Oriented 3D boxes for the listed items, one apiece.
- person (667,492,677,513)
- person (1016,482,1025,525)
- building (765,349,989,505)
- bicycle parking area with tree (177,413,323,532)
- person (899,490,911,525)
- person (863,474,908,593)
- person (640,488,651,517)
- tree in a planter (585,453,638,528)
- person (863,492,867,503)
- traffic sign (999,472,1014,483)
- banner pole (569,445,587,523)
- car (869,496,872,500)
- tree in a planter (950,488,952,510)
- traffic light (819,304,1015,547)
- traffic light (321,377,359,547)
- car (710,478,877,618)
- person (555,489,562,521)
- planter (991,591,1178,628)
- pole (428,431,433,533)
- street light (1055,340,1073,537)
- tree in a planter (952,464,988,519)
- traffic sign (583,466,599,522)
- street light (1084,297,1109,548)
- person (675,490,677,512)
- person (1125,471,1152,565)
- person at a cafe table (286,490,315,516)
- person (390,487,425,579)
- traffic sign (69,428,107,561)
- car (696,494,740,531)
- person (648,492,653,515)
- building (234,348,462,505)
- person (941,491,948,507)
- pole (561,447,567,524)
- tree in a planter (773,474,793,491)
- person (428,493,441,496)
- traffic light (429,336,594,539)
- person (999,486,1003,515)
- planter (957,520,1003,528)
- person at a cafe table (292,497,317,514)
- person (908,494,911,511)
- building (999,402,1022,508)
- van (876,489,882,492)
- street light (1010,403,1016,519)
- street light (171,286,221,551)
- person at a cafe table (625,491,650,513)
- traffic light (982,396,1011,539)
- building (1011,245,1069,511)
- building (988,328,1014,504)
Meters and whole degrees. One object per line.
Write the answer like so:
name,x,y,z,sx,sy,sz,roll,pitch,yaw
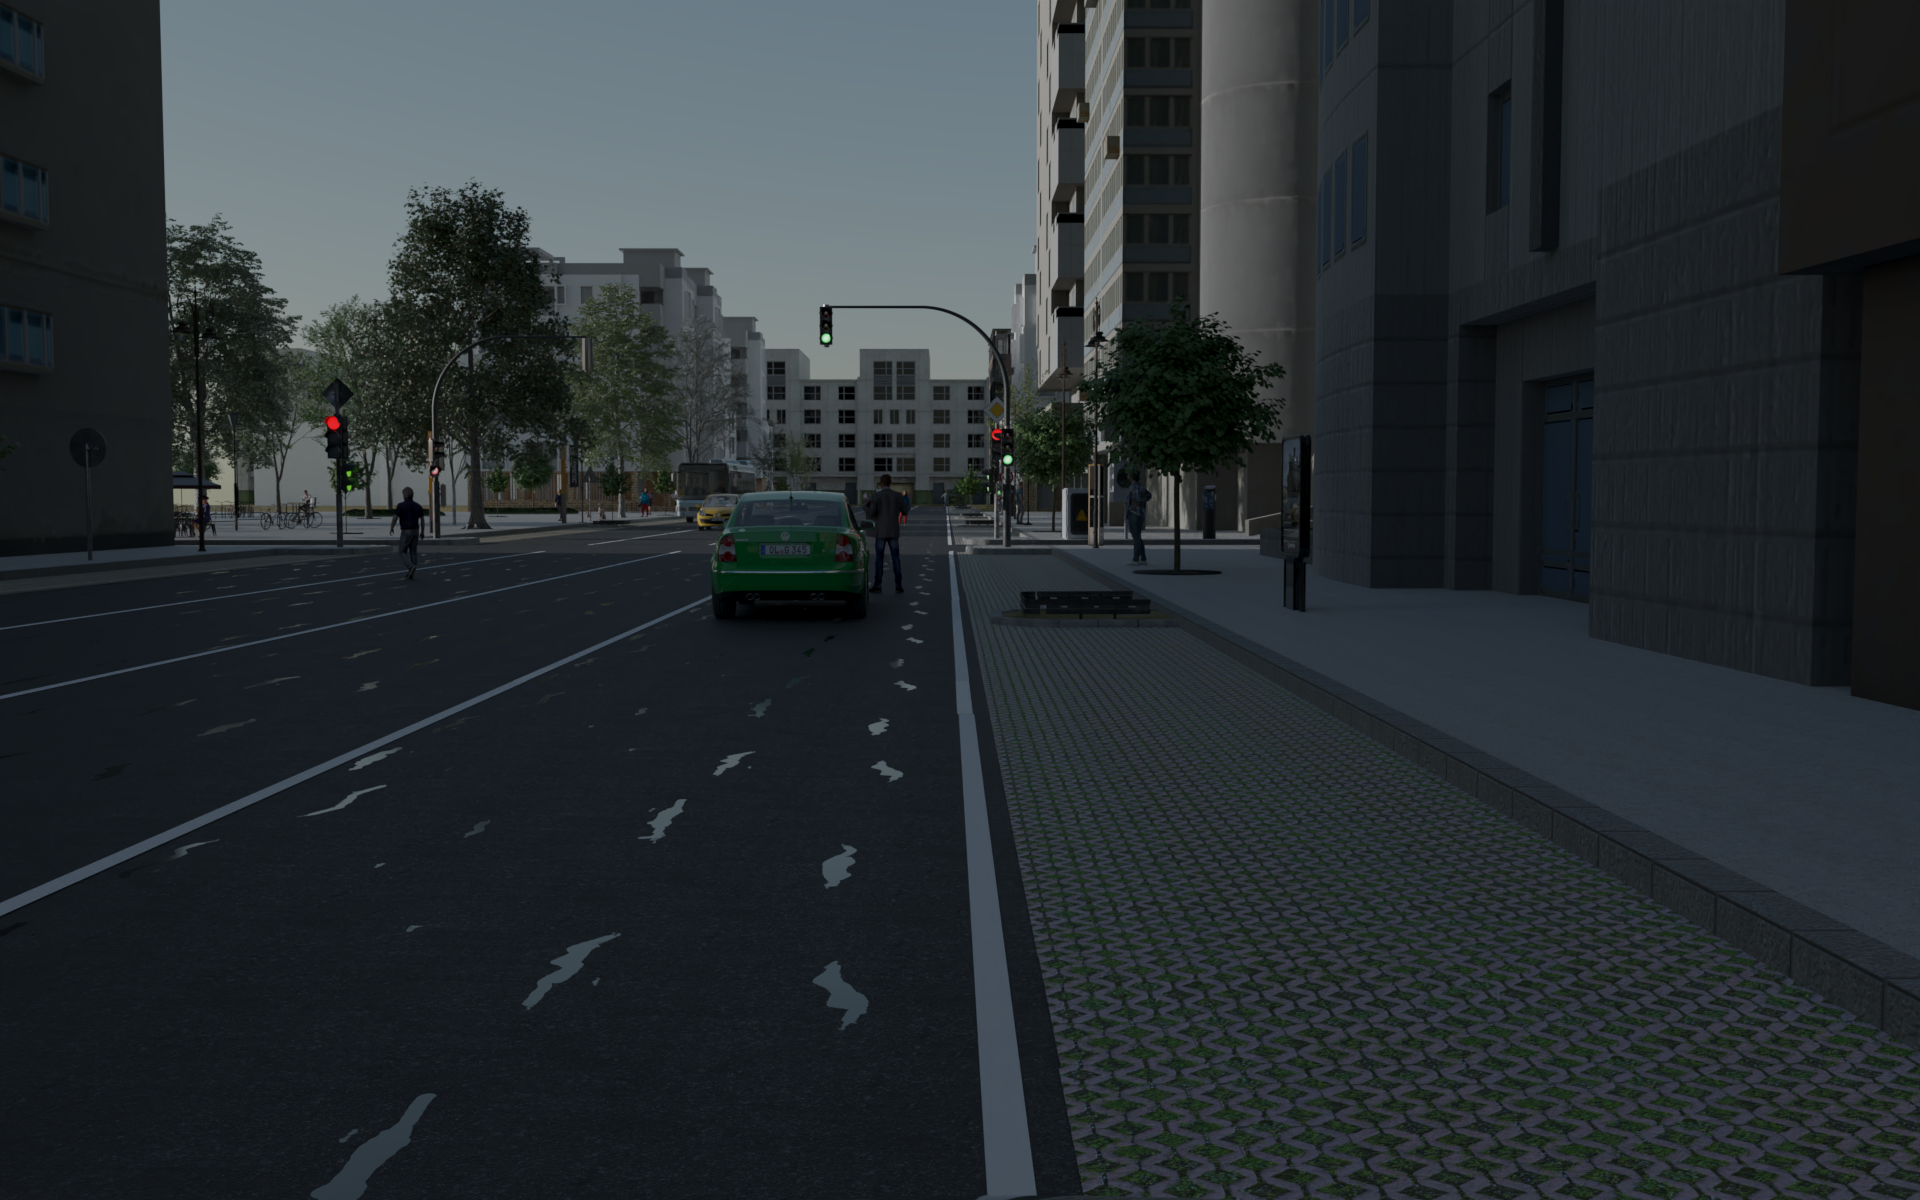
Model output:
person,-19.782,-6.763,119.811,0.799,1.438,0.628,-2,4,-27
person,2.570,-4.089,73.021,0.434,1.807,0.598,0,4,-4
building,-12.265,-21.574,219.198,31.486,18.905,16.747,0,4,0
bicycle parking area with tree,-28.202,-4.594,62.119,8.231,4.147,9.016,2,4,25
person,-2.573,-4.249,79.667,0.593,1.614,0.444,1,4,19
person,-1.086,-0.969,25.157,0.655,1.722,0.431,-1,4,-16
person,-17.441,-5.395,95.959,0.444,1.614,0.593,-3,5,-43
tree in a planter,-14.950,-4.722,74.423,1.991,3.239,1.994,0,4,0
person,-10.465,-11.175,192.146,0.436,1.711,0.756,3,5,39
traffic sign,2.452,-5.571,91.196,0.768,2.556,0.104,1,4,9
banner pole,-17.105,-5.347,77.441,0.863,3.779,0.401,-3,5,-43
car,-5.658,-6.685,121.886,1.945,1.354,3.894,0,4,1
tree in a planter,0.241,-9.453,151.779,1.991,3.239,1.994,0,4,0
traffic light,-0.978,-4.102,41.737,4.771,5.953,1.251,0,4,0
traffic light,-14.968,-3.231,41.747,0.839,4.253,0.868,0,4,0
car,-2.016,-0.769,21.372,1.959,1.807,4.718,0,4,-2
person,-19.087,-4.533,82.702,0.480,1.512,0.613,-1,4,-9
planter,1.344,0.104,19.444,1.991,0.319,1.994,0,4,0
pole,-17.208,-3.830,56.465,0.158,3.312,0.155,0,3,0
street light,3.110,-4.841,51.945,0.468,5.910,1.993,0,4,0
tree in a planter,0.656,-6.378,101.506,1.991,3.239,1.994,0,4,0
traffic sign,-17.242,-4.939,80.756,0.884,2.594,0.081,0,4,3
street light,3.211,-4.162,40.832,0.468,5.910,1.993,0,4,0
person,-20.274,-7.248,124.699,0.789,1.805,0.875,-1,4,-17
person,3.189,-1.492,31.166,0.376,1.734,0.841,2,4,28
person at a cafe table,-38.540,-5.681,101.407,1.698,1.524,1.622,2,4,27
person,-9.329,-1.130,29.181,0.569,1.553,0.471,-1,4,-11
traffic sign,-16.778,-2.032,33.332,0.768,2.556,0.104,0,4,7
car,-9.436,-3.590,68.925,2.015,1.641,3.980,0,4,-2
person,-18.926,-5.893,105.631,0.421,1.427,0.697,1,4,9
building,-72.408,-21.524,218.367,31.486,18.905,16.747,0,4,0
person,-1.567,-11.614,198.463,1.350,1.814,0.705,1,4,21
pole,-17.263,-4.990,75.434,0.158,3.312,0.155,0,3,0
tree in a planter,-15.591,-9.441,151.576,1.991,3.239,1.994,0,4,0
person,-23.257,-4.233,76.716,0.566,1.644,0.517,-3,4,-36
traffic light,-12.943,-4.594,49.784,4.771,5.953,1.251,0,4,0
person,2.593,-6.047,105.053,0.789,1.805,0.875,1,4,14
planter,0.878,-3.273,74.653,1.991,0.319,1.994,0,4,0
person at a cafe table,-42.876,-6.286,113.633,1.698,1.238,1.726,1,4,12
person,-4.358,-8.271,146.969,0.421,1.427,0.697,-1,4,-20
building,8.366,-13.182,157.679,9.099,9.664,28.070,0,4,0
van,-6.738,-9.050,154.982,2.013,2.044,4.112,0,4,1
street light,2.793,-7.037,87.839,0.468,5.910,1.993,0,4,0
street light,-16.969,-4.025,38.602,0.468,5.910,1.993,0,4,0
person at a cafe table,-22.081,-6.755,118.962,1.622,1.524,1.698,1,4,10
traffic light,1.047,-3.728,49.881,0.839,4.253,0.868,0,4,0
building,12.158,-17.191,137.499,16.016,20.091,11.380,0,4,0
building,20.241,-23.264,224.348,32.646,21.610,27.936,0,4,0
